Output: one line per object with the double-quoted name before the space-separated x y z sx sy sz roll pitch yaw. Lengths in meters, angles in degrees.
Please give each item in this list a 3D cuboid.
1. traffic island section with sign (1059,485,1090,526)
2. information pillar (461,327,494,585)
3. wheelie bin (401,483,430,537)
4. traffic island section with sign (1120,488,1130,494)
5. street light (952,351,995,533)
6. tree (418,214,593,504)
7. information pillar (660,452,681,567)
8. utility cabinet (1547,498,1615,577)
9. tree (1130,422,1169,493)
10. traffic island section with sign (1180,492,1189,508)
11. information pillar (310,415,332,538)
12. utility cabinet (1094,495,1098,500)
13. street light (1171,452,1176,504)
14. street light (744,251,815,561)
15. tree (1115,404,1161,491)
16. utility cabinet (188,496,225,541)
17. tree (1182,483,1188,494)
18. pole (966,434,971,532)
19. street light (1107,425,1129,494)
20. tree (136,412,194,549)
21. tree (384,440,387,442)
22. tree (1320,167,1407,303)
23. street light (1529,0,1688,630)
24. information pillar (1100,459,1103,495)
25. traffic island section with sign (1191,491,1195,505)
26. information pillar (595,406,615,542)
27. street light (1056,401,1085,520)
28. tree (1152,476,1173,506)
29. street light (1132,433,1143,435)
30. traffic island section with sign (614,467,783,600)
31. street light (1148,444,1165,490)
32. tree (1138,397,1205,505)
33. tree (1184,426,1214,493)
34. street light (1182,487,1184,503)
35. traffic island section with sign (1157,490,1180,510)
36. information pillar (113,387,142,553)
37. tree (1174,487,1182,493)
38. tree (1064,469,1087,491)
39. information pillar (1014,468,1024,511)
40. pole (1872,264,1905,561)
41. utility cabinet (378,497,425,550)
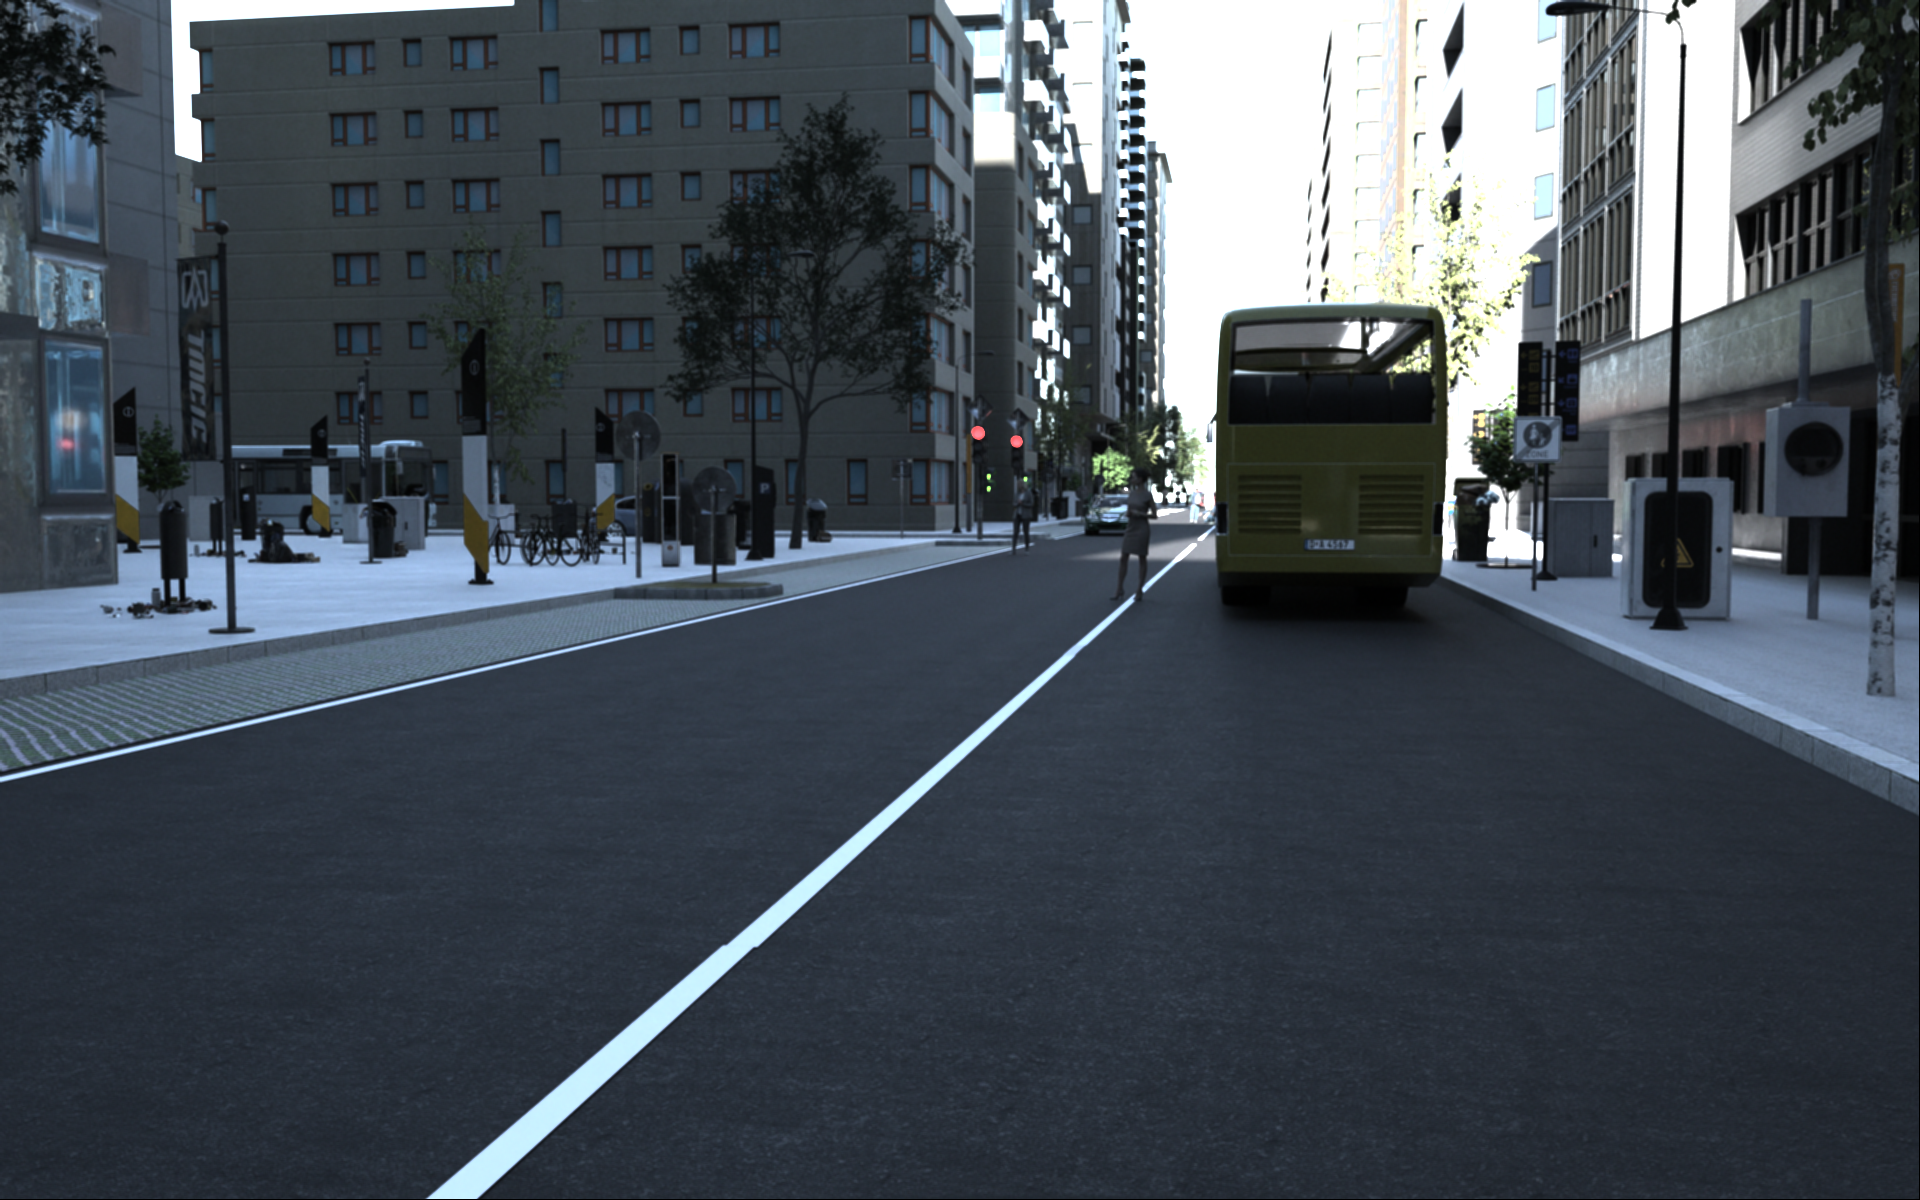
"traffic island section with sign" 5.586 -4.280 78.605 1.989 1.847 2.006 1 4 10
"information pillar" -6.880 -2.033 24.589 0.504 3.616 0.183 3 5 40
"wheelie bin" -16.162 -2.665 51.481 0.693 1.594 0.980 2 4 26
"traffic island section with sign" 10.086 -5.915 105.334 1.989 1.847 2.006 1 4 10
"street light" 0.433 -5.136 56.507 1.470 5.913 1.316 1 4 10
"tree" -12.236 -5.877 46.457 4.737 8.622 4.395 0 3 0
"information pillar" -5.110 -1.597 30.597 0.304 2.012 0.304 0 4 -3
"utility cabinet" 9.602 -0.959 26.847 1.020 1.237 0.306 -1 4 -12
"tree" 18.905 -13.486 170.854 4.360 8.622 3.978 0 3 0
"traffic island section with sign" 22.898 -10.573 181.493 1.989 1.847 2.006 1 4 10
"information pillar" -18.855 -3.653 51.075 0.504 3.616 0.183 0 4 -4
"utility cabinet" 8.663 -5.969 108.749 0.306 1.237 1.020 1 4 17
"street light" 23.096 -13.359 190.957 1.470 5.913 1.316 1 4 10
"street light" -3.463 -3.718 33.328 1.470 5.913 1.316 1 4 10
"tree" 14.425 -11.798 143.263 4.737 8.622 4.395 0 3 0
"utility cabinet" -20.389 -2.197 47.079 1.020 1.237 0.306 0 4 -4
"tree" 34.724 -16.750 268.465 1.663 3.219 1.824 0 3 0
"pole" 0.300 -3.965 58.669 0.158 3.312 0.155 0 3 0
"street light" 10.475 -8.775 116.018 1.470 5.913 1.316 1 4 10
"tree" -19.084 -2.838 40.997 1.663 3.219 1.824 0 3 0
"tree" -20.166 -4.073 61.191 1.663 3.219 1.824 0 3 0
"tree" 10.057 -5.269 36.515 4.737 8.622 4.395 0 3 0
"street light" 6.209 -2.682 16.388 1.470 5.913 1.316 1 4 10
"information pillar" 9.433 -7.598 115.588 0.183 3.616 0.504 -1 4 -10
"traffic island section with sign" 32.133 -13.933 236.428 1.989 1.847 2.006 1 4 10
"information pillar" -9.489 -3.357 46.238 0.504 3.616 0.183 0 4 -1
"street light" 5.519 -6.982 86.694 1.470 5.913 1.316 1 4 10
"tree" 25.221 -13.505 215.411 1.663 3.219 1.824 0 3 0
"street light" 13.216 -9.751 131.972 1.470 5.913 1.316 1 4 10
"traffic island section with sign" -3.566 -0.956 24.258 1.989 1.847 2.006 1 4 10
"street light" 18.096 -11.562 161.585 1.470 5.913 1.316 1 4 10
"tree" 24.195 -17.622 205.129 9.611 12.733 9.660 0 3 0
"tree" 38.498 -22.634 288.198 7.486 12.596 7.792 0 3 0
"street light" 26.961 -14.767 213.977 1.470 5.913 1.316 1 4 10
"traffic island section with sign" 18.421 -8.947 154.910 1.989 1.847 2.006 1 4 10
"information pillar" -18.157 -2.835 37.713 0.504 3.616 0.183 -3 4 -36
"tree" 28.204 -14.497 231.627 1.663 3.219 1.824 0 3 0
"tree" 8.569 -8.253 129.537 1.663 3.219 1.824 0 3 0
"information pillar" 2.658 -5.318 78.296 0.504 3.616 0.183 -2 4 -32
"pole" 8.289 -1.323 15.480 0.158 3.312 0.155 0 3 0
"utility cabinet" -12.844 -1.754 39.840 1.020 1.237 0.306 1 4 12
